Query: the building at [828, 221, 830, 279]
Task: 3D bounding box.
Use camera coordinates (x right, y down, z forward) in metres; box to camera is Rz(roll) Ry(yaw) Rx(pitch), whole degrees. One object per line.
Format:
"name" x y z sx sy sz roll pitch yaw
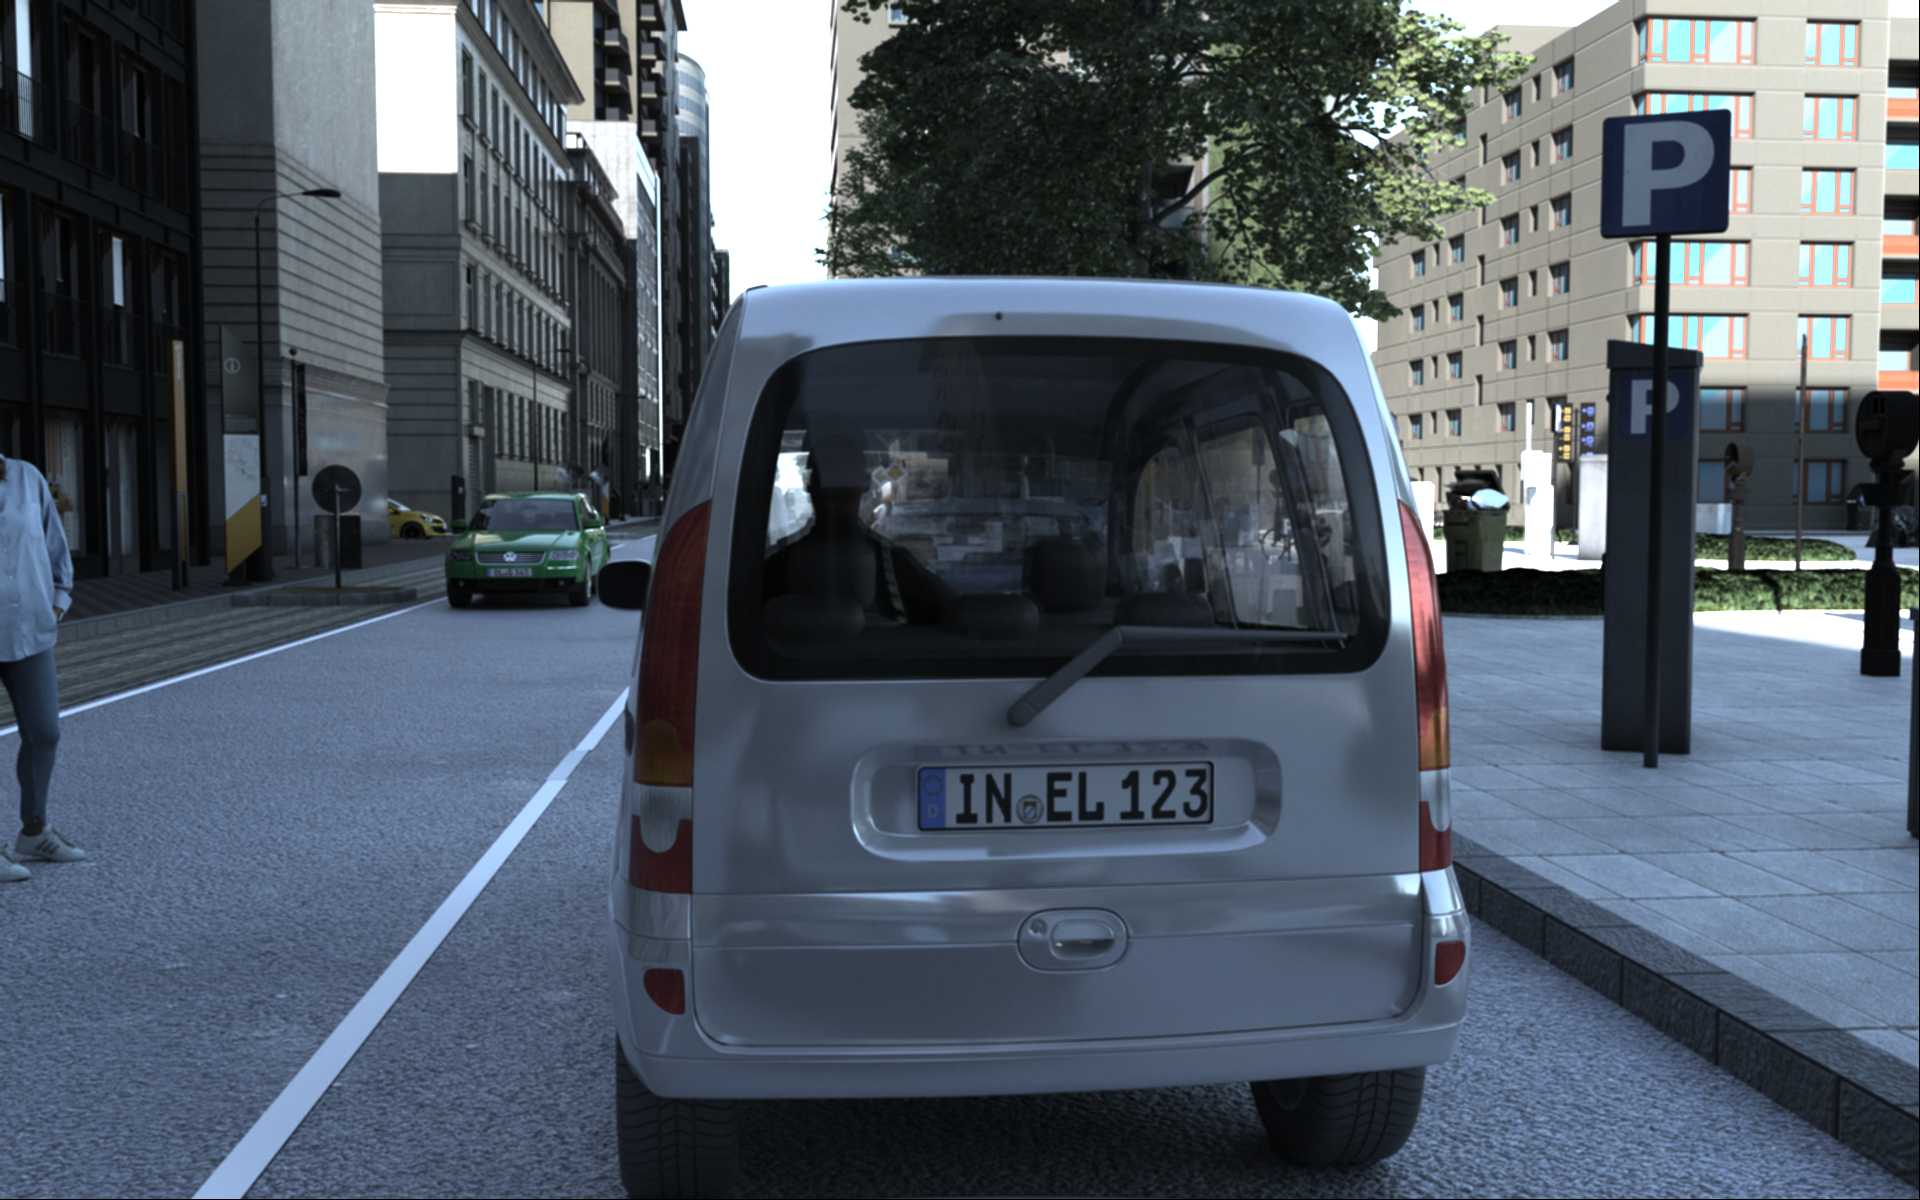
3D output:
"building" -12.407 -34.947 254.981 14.154 41.232 14.086 0 4 -6

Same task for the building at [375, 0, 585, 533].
"building" -25.095 -14.504 70.431 16.112 22.955 30.059 0 4 -6

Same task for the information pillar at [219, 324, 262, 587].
"information pillar" -10.034 -2.005 24.136 0.504 3.616 0.183 -3 4 -37

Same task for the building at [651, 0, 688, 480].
"building" -41.669 -35.526 170.089 28.713 52.752 27.495 0 4 -6

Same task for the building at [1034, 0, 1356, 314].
"building" 6.119 -23.357 65.478 14.086 41.232 14.154 0 4 -6

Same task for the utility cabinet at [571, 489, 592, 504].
"utility cabinet" -15.680 -3.857 71.737 0.318 1.500 1.173 1 4 19

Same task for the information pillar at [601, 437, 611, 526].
"information pillar" -14.442 -4.844 70.560 0.183 3.616 0.504 1 4 14

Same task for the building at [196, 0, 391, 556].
"building" -23.348 -11.627 39.258 18.267 20.994 9.793 0 4 -6

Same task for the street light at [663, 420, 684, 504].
"street light" -18.039 -8.332 108.761 1.470 5.913 1.316 0 4 -6

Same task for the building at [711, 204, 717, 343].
"building" -47.518 -38.959 256.591 23.786 49.044 30.456 0 4 -6

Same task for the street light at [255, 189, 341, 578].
"street light" -10.112 -3.297 26.447 1.470 5.913 1.316 0 4 -6

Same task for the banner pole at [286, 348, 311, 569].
"banner pole" -11.270 -2.419 29.567 0.401 3.779 0.863 -3 4 -37

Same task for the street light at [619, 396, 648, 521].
"street light" -15.477 -6.701 82.100 1.470 5.913 1.316 0 4 -6

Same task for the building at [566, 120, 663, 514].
"building" -27.431 -18.437 119.468 12.078 24.808 19.932 0 4 -6

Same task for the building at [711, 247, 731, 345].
"building" -44.233 -36.446 279.481 14.154 41.232 14.086 0 4 -6

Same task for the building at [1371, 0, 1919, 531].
"building" 36.260 -14.012 74.139 28.899 21.520 27.650 0 4 -6

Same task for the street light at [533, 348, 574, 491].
"street light" -13.012 -5.063 55.323 1.470 5.913 1.316 0 4 -6

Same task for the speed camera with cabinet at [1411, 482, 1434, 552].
"speed camera with cabinet" 5.722 -1.858 24.722 2.038 3.252 0.660 3 5 45

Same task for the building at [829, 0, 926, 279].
"building" 1.841 -30.408 120.867 21.300 48.544 21.600 0 4 -6

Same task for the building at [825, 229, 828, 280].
"building" -10.315 -38.042 276.613 22.147 44.769 28.867 0 4 -6

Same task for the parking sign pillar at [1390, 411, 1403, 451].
"parking sign pillar" 9.616 -3.168 40.263 1.447 3.967 1.447 -1 4 -19

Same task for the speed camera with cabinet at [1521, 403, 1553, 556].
"speed camera with cabinet" 12.340 -2.604 36.915 0.660 3.252 2.038 1 4 15

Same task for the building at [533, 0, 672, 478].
"building" -35.646 -29.849 142.656 22.147 44.769 28.867 0 4 -6

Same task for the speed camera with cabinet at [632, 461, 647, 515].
"speed camera with cabinet" -19.397 -6.751 104.707 0.660 3.252 2.038 -1 4 -19

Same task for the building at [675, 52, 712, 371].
"building" -43.826 -41.911 227.243 21.231 58.520 28.212 0 4 -6

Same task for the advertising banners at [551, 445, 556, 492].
"advertising banners" -14.241 -3.947 60.728 0.090 3.025 2.074 -1 4 -9

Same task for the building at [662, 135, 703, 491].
"building" -35.949 -31.086 191.844 14.154 41.232 14.086 0 4 -6

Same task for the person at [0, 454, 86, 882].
"person" -3.608 0.140 6.472 0.793 1.790 0.793 0 4 3

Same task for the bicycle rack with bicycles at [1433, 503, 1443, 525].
"bicycle rack with bicycles" 17.748 -3.275 66.927 2.925 0.926 2.852 2 4 30

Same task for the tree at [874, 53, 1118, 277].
"tree" 0.851 -4.724 27.603 4.737 8.622 4.395 0 3 0

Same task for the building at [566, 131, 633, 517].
"building" -26.150 -15.639 97.495 13.314 21.916 24.055 0 4 -6

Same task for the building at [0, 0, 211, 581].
"building" -18.854 -11.765 22.033 12.332 23.373 15.834 0 4 -6
